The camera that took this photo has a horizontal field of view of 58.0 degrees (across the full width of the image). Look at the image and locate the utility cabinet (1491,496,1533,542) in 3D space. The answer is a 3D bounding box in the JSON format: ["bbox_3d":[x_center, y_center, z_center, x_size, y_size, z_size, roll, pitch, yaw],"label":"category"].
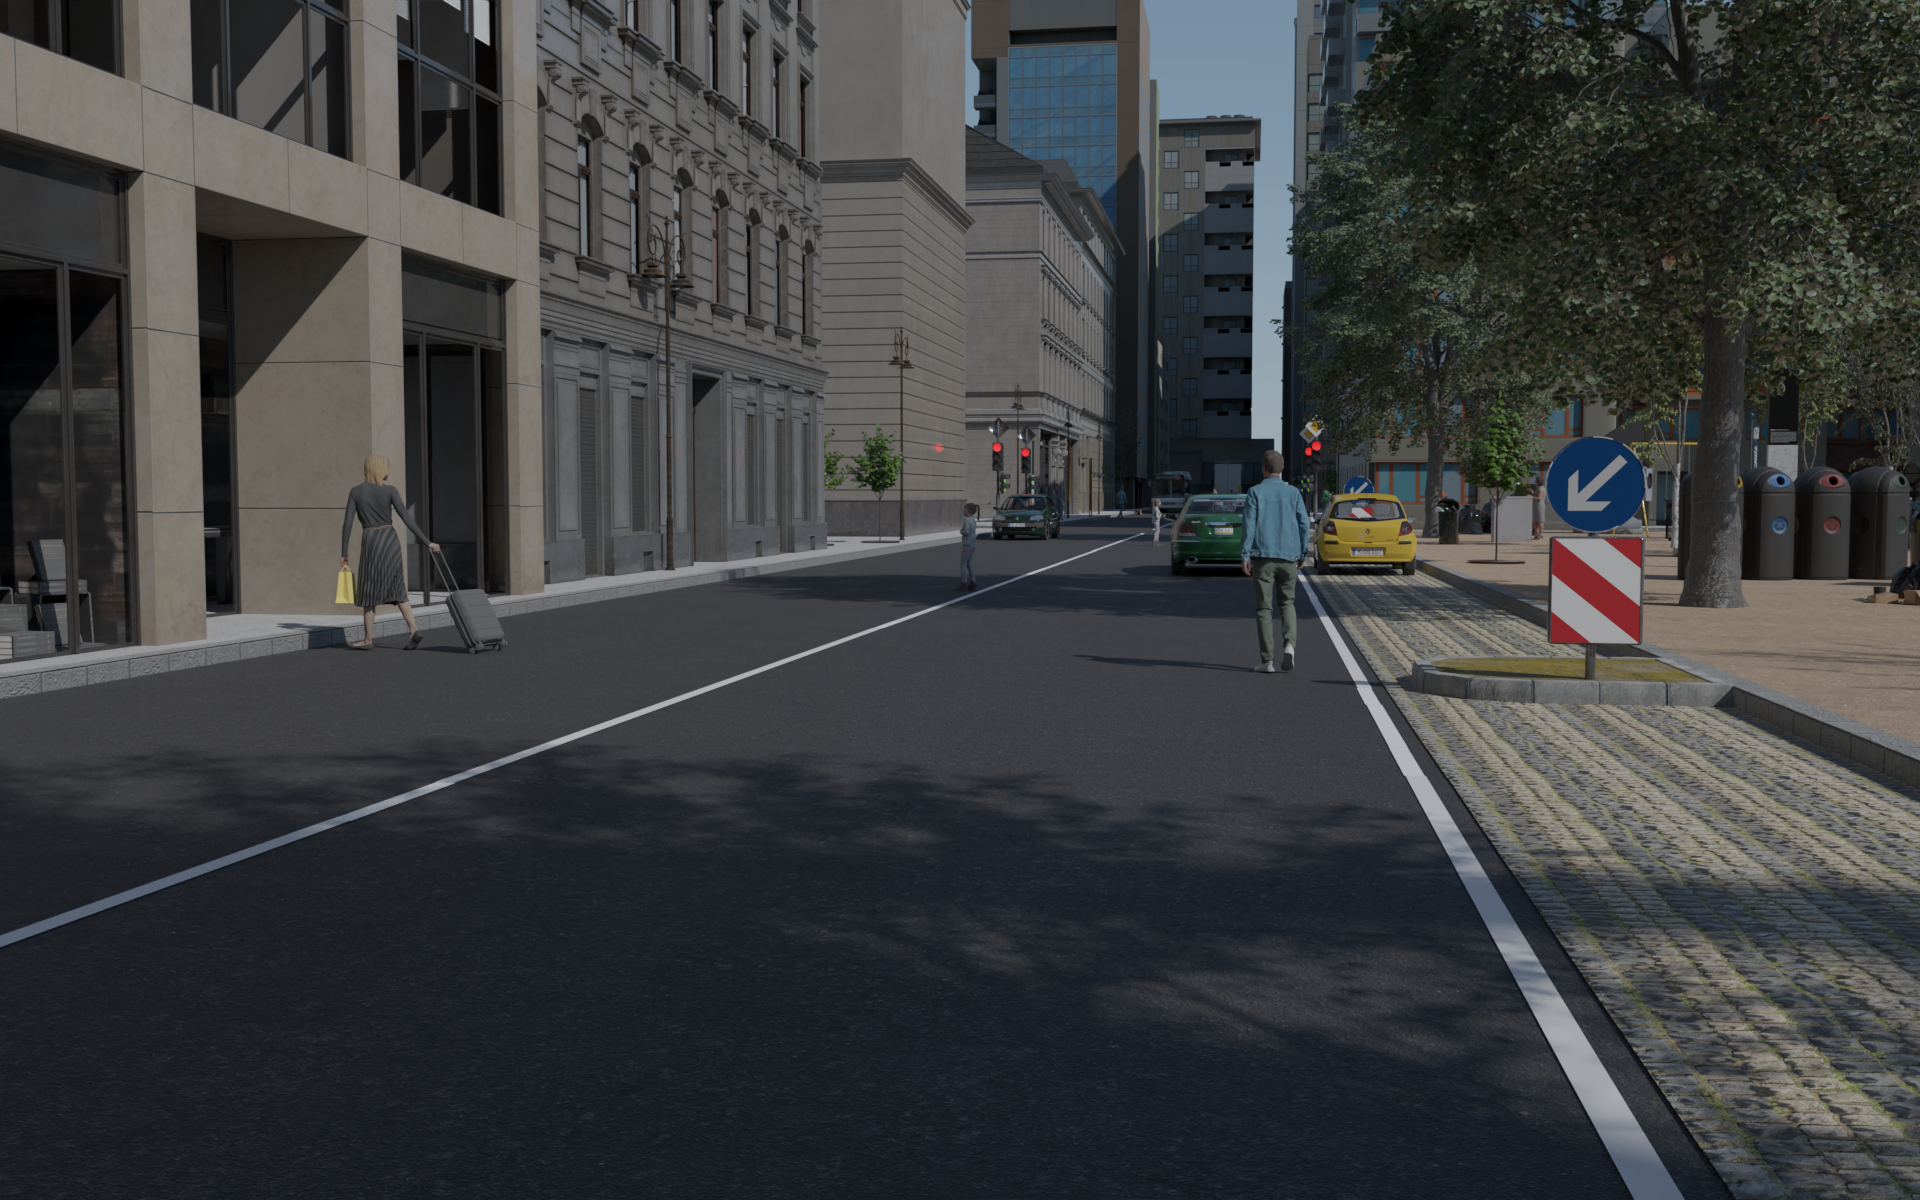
[{"bbox_3d":[14.794,-2.158,46.446,1.020,1.237,0.306,0,4,7],"label":"utility cabinet"}]

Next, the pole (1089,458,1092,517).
[{"bbox_3d":[7.408,-6.384,98.224,0.158,3.312,0.155,0,3,0],"label":"pole"}]

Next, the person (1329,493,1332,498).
[{"bbox_3d":[24.131,-6.527,113.114,0.532,1.782,0.716,0,4,-4],"label":"person"}]

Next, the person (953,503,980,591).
[{"bbox_3d":[0.099,-0.789,25.679,0.394,1.301,0.425,0,4,3],"label":"person"}]

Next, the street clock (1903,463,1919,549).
[{"bbox_3d":[22.242,-2.190,40.374,0.358,2.002,0.471,-1,4,-16],"label":"street clock"}]

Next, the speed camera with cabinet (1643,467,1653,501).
[{"bbox_3d":[22.567,-3.888,57.899,0.660,3.252,2.038,3,4,39],"label":"speed camera with cabinet"}]

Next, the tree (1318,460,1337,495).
[{"bbox_3d":[21.144,-6.303,97.650,1.663,3.219,1.824,0,3,0],"label":"tree"}]

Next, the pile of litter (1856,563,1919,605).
[{"bbox_3d":[11.466,-0.380,20.180,1.176,0.858,1.719,-3,4,-37],"label":"pile of litter"}]

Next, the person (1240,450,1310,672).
[{"bbox_3d":[2.522,-0.308,13.877,0.601,1.785,0.444,0,4,-4],"label":"person"}]

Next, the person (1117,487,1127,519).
[{"bbox_3d":[9.230,-5.580,99.588,0.748,1.841,0.638,-3,5,-39],"label":"person"}]

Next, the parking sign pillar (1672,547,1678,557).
[{"bbox_3d":[15.320,-2.859,35.222,1.447,3.967,1.447,2,4,23],"label":"parking sign pillar"}]

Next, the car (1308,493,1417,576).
[{"bbox_3d":[7.388,-1.320,31.812,2.015,1.641,3.980,1,4,10],"label":"car"}]

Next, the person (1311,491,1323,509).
[{"bbox_3d":[30.974,-8.859,150.890,1.348,1.823,0.705,0,4,-3],"label":"person"}]

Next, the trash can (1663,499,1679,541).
[{"bbox_3d":[19.603,-2.181,47.310,0.748,1.137,0.748,0,3,0],"label":"trash can"}]

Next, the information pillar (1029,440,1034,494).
[{"bbox_3d":[3.128,-5.154,75.615,0.183,3.616,0.504,-1,4,-13],"label":"information pillar"}]

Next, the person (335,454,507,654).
[{"bbox_3d":[-4.957,-0.429,15.727,1.509,1.804,0.699,1,4,21],"label":"person"}]

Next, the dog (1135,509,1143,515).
[{"bbox_3d":[12.283,-6.029,118.764,0.550,0.427,0.748,-1,4,-12],"label":"dog"}]

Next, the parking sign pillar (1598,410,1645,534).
[{"bbox_3d":[21.221,-4.108,55.640,1.447,3.967,1.447,0,4,1],"label":"parking sign pillar"}]

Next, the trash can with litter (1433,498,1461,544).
[{"bbox_3d":[12.448,-2.008,44.218,0.624,1.170,1.055,1,4,23],"label":"trash can with litter"}]

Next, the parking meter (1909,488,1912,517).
[{"bbox_3d":[32.031,-3.074,58.672,0.372,1.533,0.369,0,3,0],"label":"parking meter"}]

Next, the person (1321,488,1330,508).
[{"bbox_3d":[21.268,-5.755,100.381,0.600,1.795,0.529,-1,4,-14],"label":"person"}]

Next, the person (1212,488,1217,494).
[{"bbox_3d":[16.201,-6.221,110.390,0.473,1.802,0.592,2,4,27],"label":"person"}]

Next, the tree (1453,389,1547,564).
[{"bbox_3d":[10.071,-2.290,32.042,1.663,3.219,1.824,0,3,0],"label":"tree"}]

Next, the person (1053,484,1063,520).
[{"bbox_3d":[4.791,-4.751,84.002,0.573,1.790,0.520,0,4,1],"label":"person"}]

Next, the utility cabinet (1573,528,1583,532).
[{"bbox_3d":[20.725,-2.985,57.477,0.318,1.500,1.173,3,5,40],"label":"utility cabinet"}]

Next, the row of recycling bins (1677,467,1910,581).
[{"bbox_3d":[12.472,-1.155,25.992,3.534,1.692,1.069,-1,4,-9],"label":"row of recycling bins"}]

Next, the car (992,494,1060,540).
[{"bbox_3d":[2.131,-2.778,55.204,2.009,1.686,4.222,1,4,11],"label":"car"}]

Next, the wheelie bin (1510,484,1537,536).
[{"bbox_3d":[17.496,-2.795,53.601,0.980,1.594,0.693,2,4,32],"label":"wheelie bin"}]

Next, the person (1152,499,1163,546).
[{"bbox_3d":[5.466,-2.154,48.003,0.394,1.301,0.425,-1,4,-22],"label":"person"}]

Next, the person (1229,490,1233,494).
[{"bbox_3d":[21.015,-7.666,134.203,0.716,1.782,0.532,-2,4,-34],"label":"person"}]

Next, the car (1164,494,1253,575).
[{"bbox_3d":[4.827,-1.234,31.977,2.131,1.459,4.920,0,4,8],"label":"car"}]

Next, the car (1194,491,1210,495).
[{"bbox_3d":[29.402,-12.275,209.361,2.281,1.827,5.304,1,4,11],"label":"car"}]

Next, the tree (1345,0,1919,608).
[{"bbox_3d":[8.663,-6.899,19.455,9.857,13.997,8.962,0,3,0],"label":"tree"}]

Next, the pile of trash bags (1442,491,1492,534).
[{"bbox_3d":[16.313,-2.868,56.636,1.912,1.369,3.447,-1,4,-13],"label":"pile of trash bags"}]

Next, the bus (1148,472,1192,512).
[{"bbox_3d":[16.825,-8.726,137.533,2.948,3.499,13.247,1,4,10],"label":"bus"}]

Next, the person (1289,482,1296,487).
[{"bbox_3d":[10.017,-2.685,52.577,0.466,1.800,0.511,-2,4,-24],"label":"person"}]

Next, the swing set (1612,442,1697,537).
[{"bbox_3d":[21.789,-3.381,52.902,3.119,2.851,2.862,0,3,0],"label":"swing set"}]

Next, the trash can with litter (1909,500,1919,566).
[{"bbox_3d":[17.012,-1.143,30.083,0.624,1.170,1.055,-1,4,-18],"label":"trash can with litter"}]

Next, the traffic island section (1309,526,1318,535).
[{"bbox_3d":[12.651,-2.405,61.607,2.009,0.180,2.903,1,4,10],"label":"traffic island section"}]

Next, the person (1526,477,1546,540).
[{"bbox_3d":[16.071,-2.568,48.392,0.532,1.782,0.716,1,4,15],"label":"person"}]

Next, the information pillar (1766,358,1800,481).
[{"bbox_3d":[13.900,-2.322,29.323,0.504,3.616,0.183,1,4,8],"label":"information pillar"}]
